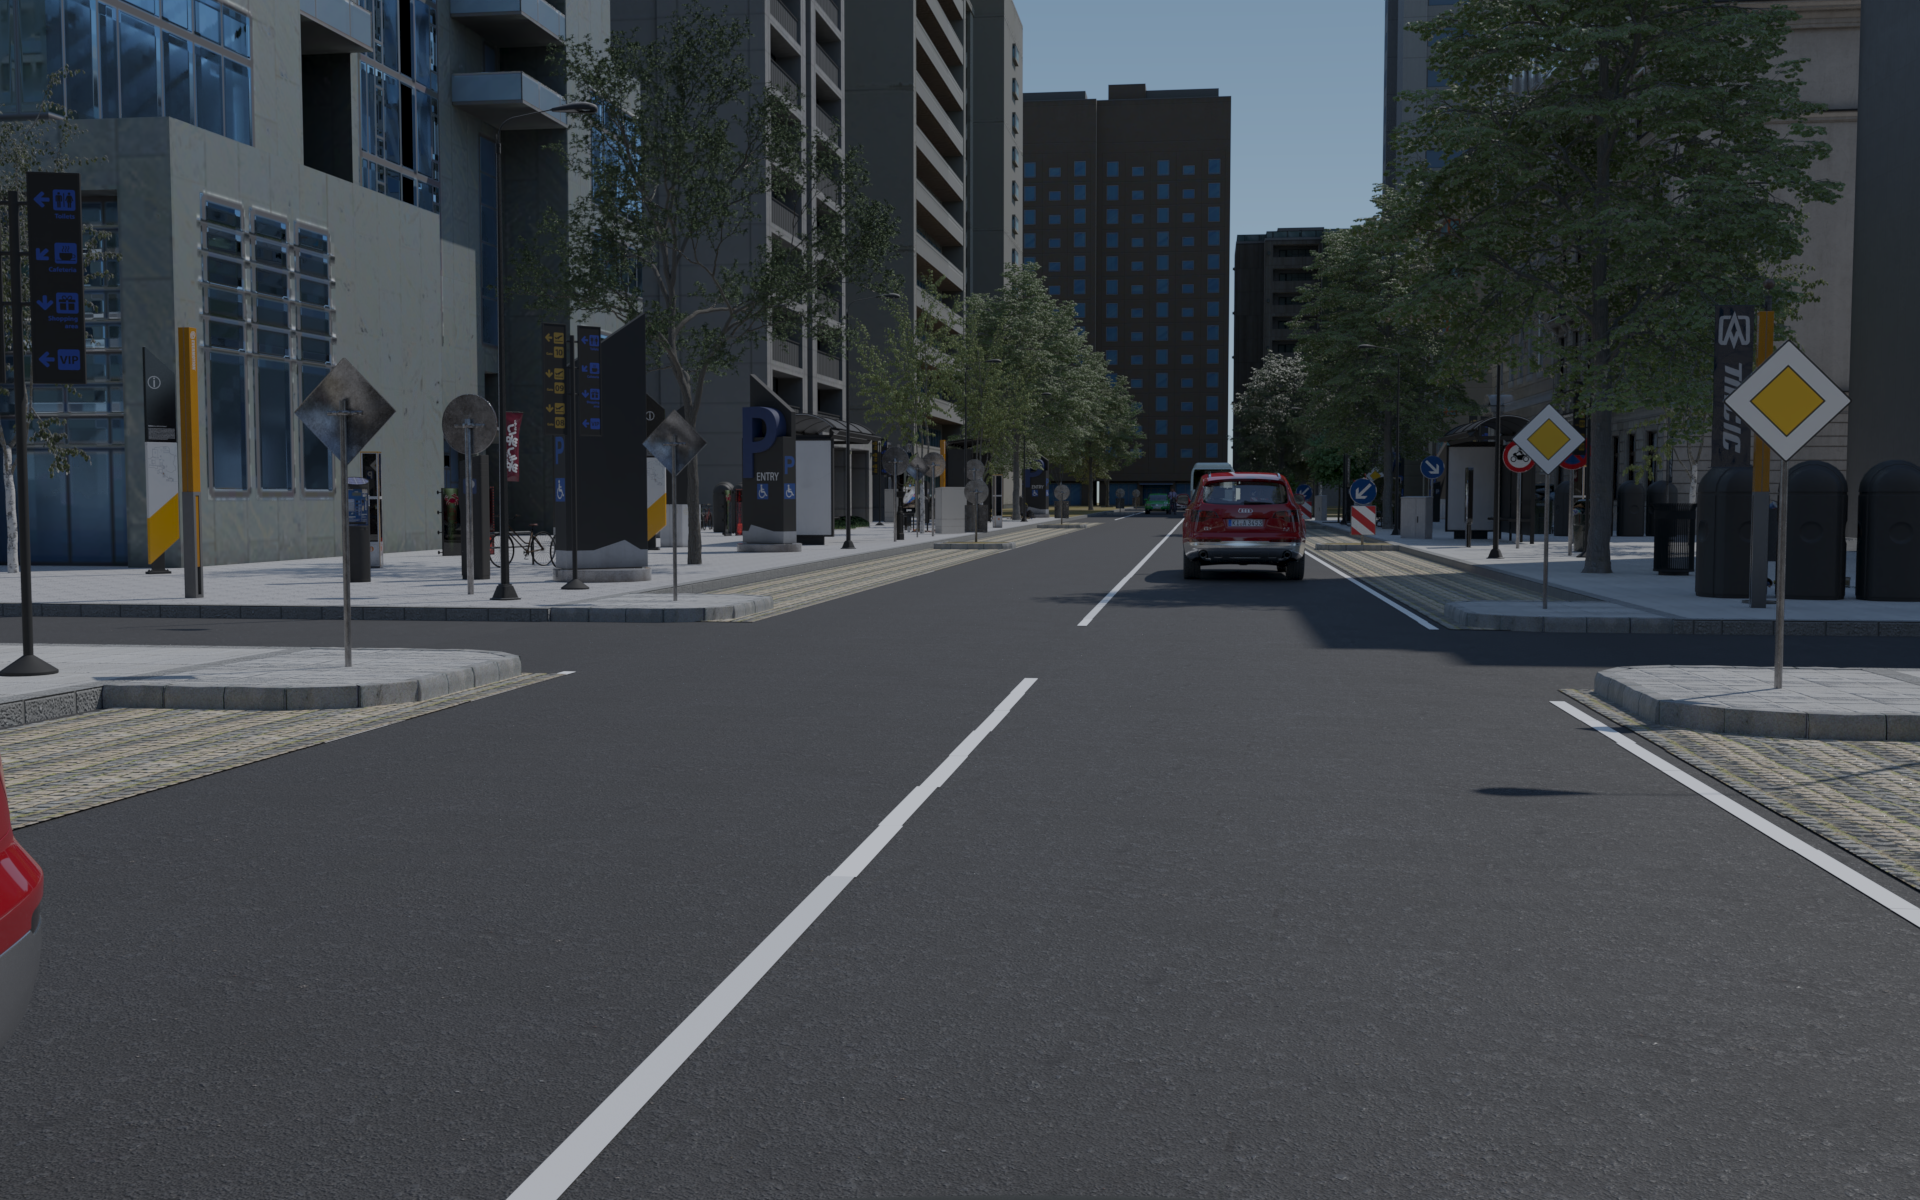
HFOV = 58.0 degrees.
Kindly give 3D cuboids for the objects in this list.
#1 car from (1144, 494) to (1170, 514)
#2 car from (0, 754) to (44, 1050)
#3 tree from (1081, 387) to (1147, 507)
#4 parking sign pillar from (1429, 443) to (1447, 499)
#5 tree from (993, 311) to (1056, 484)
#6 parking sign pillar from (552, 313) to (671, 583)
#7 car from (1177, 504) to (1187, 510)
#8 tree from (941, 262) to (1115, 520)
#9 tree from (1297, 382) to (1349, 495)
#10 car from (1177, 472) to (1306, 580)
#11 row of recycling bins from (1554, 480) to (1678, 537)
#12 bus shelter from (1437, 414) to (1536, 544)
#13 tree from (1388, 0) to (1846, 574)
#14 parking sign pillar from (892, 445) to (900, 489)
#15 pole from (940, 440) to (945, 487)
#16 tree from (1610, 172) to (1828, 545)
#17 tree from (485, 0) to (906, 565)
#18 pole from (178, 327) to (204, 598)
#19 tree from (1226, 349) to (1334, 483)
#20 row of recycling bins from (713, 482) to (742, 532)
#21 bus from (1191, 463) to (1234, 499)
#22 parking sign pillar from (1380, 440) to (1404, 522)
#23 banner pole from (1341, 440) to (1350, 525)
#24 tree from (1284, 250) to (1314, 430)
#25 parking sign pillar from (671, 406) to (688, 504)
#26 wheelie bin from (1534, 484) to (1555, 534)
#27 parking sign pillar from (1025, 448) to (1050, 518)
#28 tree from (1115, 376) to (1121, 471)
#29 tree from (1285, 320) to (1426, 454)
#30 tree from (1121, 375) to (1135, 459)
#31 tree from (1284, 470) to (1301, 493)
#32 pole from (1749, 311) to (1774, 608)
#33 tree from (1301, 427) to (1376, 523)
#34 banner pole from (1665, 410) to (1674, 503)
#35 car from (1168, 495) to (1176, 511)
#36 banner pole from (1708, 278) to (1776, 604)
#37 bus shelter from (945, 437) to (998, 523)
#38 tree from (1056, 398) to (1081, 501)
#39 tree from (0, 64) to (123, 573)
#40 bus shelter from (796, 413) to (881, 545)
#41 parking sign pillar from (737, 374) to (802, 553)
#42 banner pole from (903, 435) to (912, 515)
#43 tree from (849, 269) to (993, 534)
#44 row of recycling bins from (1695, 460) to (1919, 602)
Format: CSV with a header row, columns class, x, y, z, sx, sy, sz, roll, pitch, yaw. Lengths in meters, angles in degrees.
class,x,y,z,sx,sy,sz,roll,pitch,yaw
car,14.160,-7.028,123.699,1.959,1.807,4.718,1,4,9
car,-2.824,0.477,0.883,2.281,1.827,5.304,0,4,6
tree,14.115,-14.726,166.523,9.928,11.665,9.643,0,3,0
parking sign pillar,24.961,-6.241,90.516,1.447,3.967,1.447,3,4,37
tree,1.084,-7.240,68.741,4.737,8.622,4.395,0,3,0
parking sign pillar,-5.316,-2.272,25.624,1.447,3.967,1.447,-3,4,-36
car,19.653,-8.877,157.505,2.083,1.381,4.827,1,4,9
tree,2.755,-10.180,84.572,7.486,12.596,7.792,0,3,0
tree,22.248,-9.516,105.944,4.360,8.622,3.978,0,3,0
car,4.966,-1.341,30.597,2.281,1.827,5.304,0,4,8
row of recycling bins,19.872,-2.774,52.472,3.534,1.692,1.069,0,4,7
bus shelter,14.276,-3.232,46.765,2.014,3.302,5.546,0,4,8
tree,10.319,-6.736,28.257,7.486,12.596,7.792,0,3,0
parking sign pillar,-3.446,-6.427,93.550,1.447,3.967,1.447,0,4,-2
pole,-0.653,-4.377,65.414,0.158,3.312,0.155,0,3,0
tree,17.270,-5.424,39.042,4.737,8.622,4.395,0,3,0
tree,-4.713,-5.944,31.590,8.767,10.594,7.601,1,4,17
pole,-9.460,-1.679,21.297,0.158,3.312,0.155,0,3,0
tree,28.476,-15.081,153.231,9.857,13.997,8.962,0,3,0
row of recycling bins,-6.726,-3.082,57.500,3.534,1.692,1.069,2,4,29
bus,15.996,-6.967,108.774,2.948,3.499,13.247,1,4,9
parking sign pillar,19.977,-5.557,79.325,1.447,3.967,1.447,0,4,0
banner pole,15.879,-4.950,70.952,0.401,3.779,0.863,0,4,-1
tree,15.530,-8.855,62.908,7.486,12.596,7.792,0,3,0
parking sign pillar,-8.486,-3.821,50.941,1.447,3.967,1.447,1,4,13
wheelie bin,18.676,-2.904,55.389,0.980,1.594,0.693,1,4,23
parking sign pillar,4.131,-6.434,93.673,1.447,3.967,1.447,2,4,26
tree,4.951,-11.072,99.159,7.486,12.596,7.792,0,3,0
tree,19.363,-9.185,84.594,7.601,10.594,8.767,1,4,16
tree,10.346,-13.443,137.914,7.486,12.596,7.792,0,3,0
tree,26.484,-8.789,138.298,1.663,3.219,1.824,0,3,0
pole,8.998,-1.566,19.440,0.158,3.312,0.155,0,3,0
tree,16.752,-5.695,76.830,4.285,4.588,4.351,0,3,0
banner pole,19.348,-3.500,47.235,0.401,3.779,0.863,1,4,11
car,17.347,-8.185,146.407,1.945,1.354,3.894,1,4,9
banner pole,9.165,-1.847,20.220,0.863,3.779,0.401,0,4,-1
bus shelter,0.479,-5.117,74.947,1.731,3.624,6.357,1,4,8
tree,6.210,-9.775,110.187,4.737,8.622,4.395,0,3,0
tree,-15.383,-4.726,27.629,4.360,8.622,3.978,0,3,0
bus shelter,-3.588,-3.185,45.991,2.014,3.302,5.546,0,4,8
parking sign pillar,-4.252,-3.061,38.514,1.447,3.967,1.447,3,5,39
banner pole,-2.169,-4.962,71.151,0.401,3.779,0.863,-2,4,-33
tree,-1.458,-6.460,55.976,4.737,8.622,4.395,0,3,0
row of recycling bins,10.914,-0.858,21.135,3.534,1.692,1.069,1,4,18
